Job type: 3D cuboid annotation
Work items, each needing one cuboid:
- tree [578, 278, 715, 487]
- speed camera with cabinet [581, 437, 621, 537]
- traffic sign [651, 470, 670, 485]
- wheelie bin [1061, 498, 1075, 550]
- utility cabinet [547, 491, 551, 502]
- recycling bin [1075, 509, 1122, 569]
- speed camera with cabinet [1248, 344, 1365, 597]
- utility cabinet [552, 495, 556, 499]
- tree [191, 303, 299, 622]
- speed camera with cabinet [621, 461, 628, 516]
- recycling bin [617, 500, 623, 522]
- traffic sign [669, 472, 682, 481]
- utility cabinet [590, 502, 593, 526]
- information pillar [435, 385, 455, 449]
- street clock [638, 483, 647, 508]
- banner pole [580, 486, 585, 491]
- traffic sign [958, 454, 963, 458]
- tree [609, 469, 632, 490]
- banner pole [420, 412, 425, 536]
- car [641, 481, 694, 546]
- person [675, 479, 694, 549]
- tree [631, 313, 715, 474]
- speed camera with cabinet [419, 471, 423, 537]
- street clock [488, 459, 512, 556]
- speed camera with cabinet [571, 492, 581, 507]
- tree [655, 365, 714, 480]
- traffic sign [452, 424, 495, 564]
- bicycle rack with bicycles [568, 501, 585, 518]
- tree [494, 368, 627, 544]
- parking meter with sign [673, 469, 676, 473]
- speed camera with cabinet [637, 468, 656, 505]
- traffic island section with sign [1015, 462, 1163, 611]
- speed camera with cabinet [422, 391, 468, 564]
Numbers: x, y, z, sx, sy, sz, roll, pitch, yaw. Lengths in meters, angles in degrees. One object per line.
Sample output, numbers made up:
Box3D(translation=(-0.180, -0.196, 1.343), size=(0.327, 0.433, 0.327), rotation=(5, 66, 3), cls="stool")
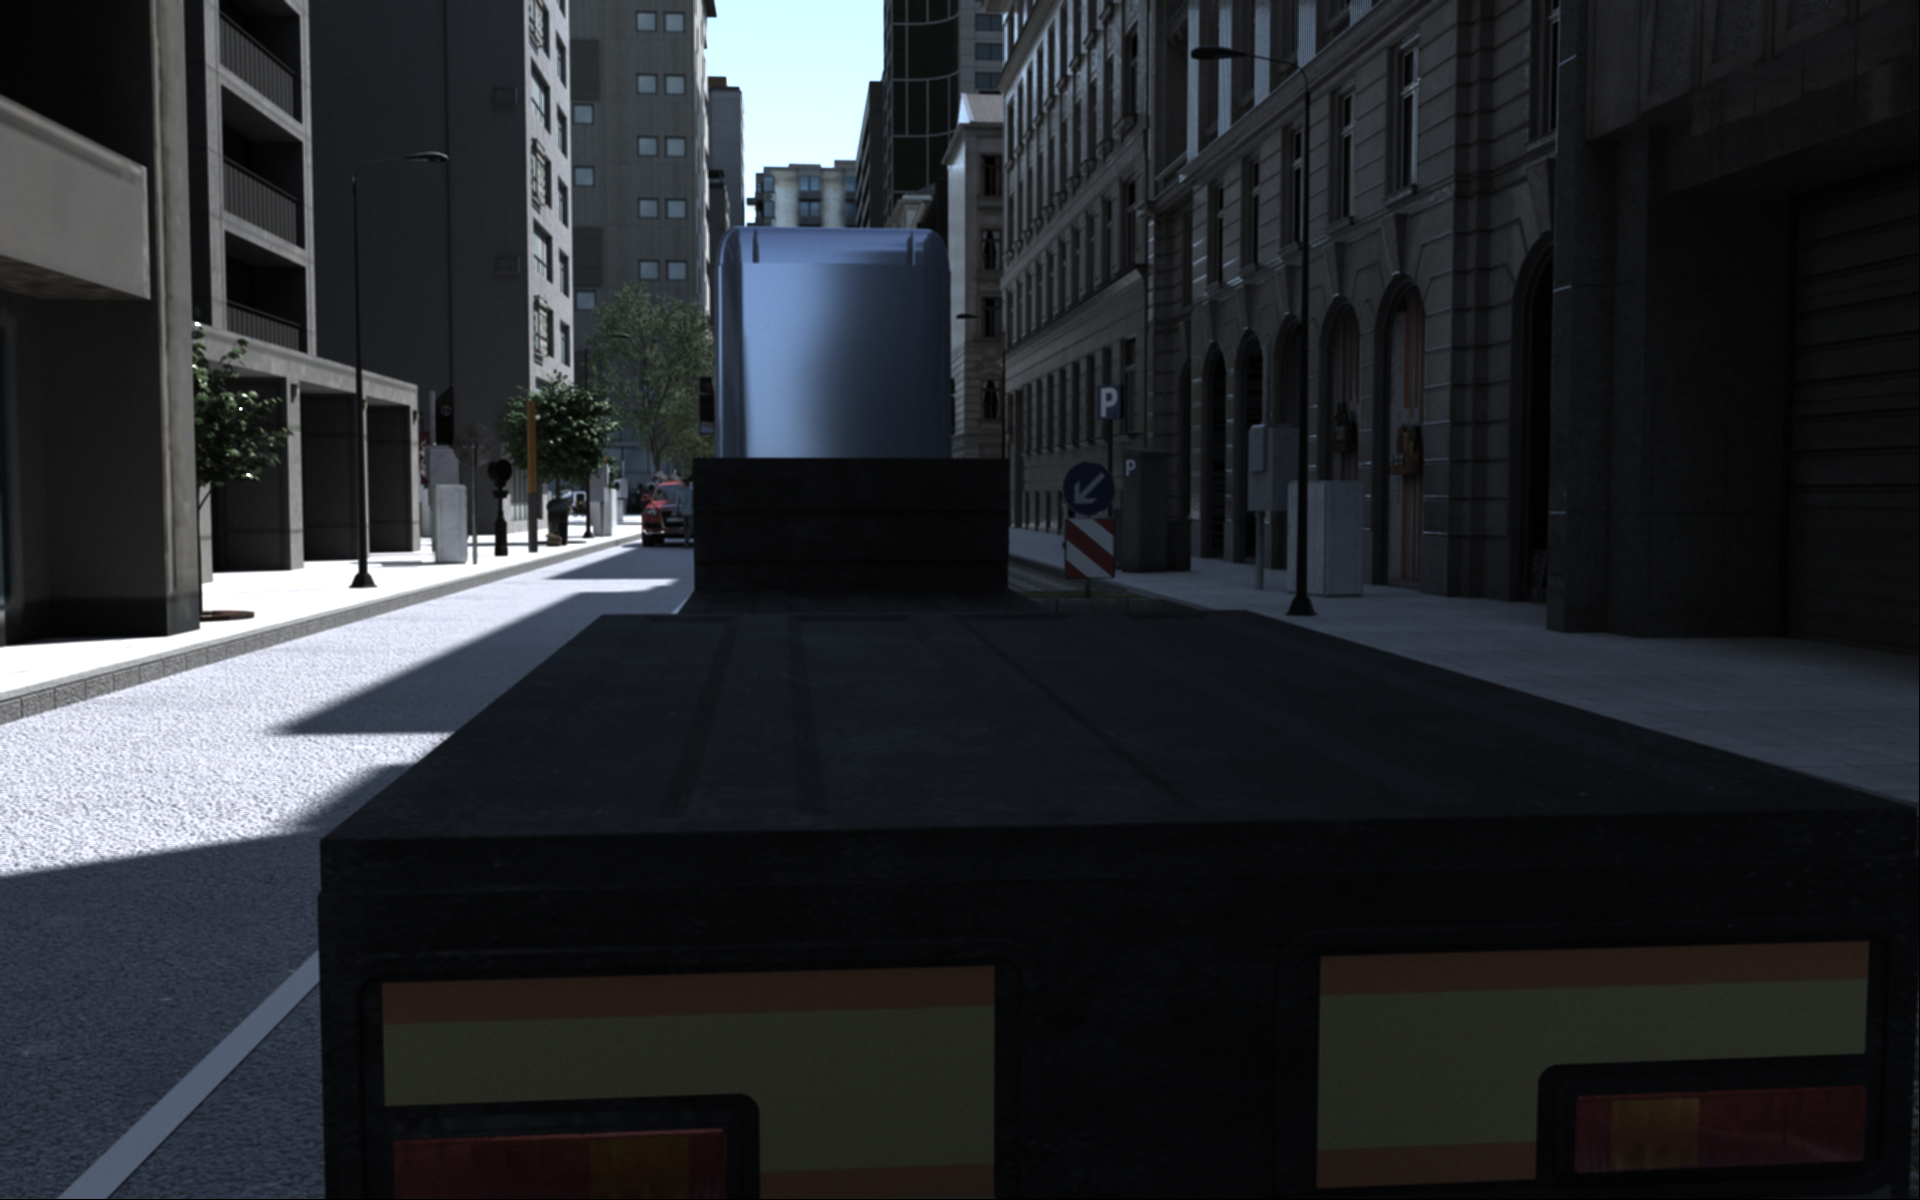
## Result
Box3D(translation=(-14.971, -9.731, 84.851), size=(9.928, 11.665, 9.643), rotation=(0, 3, 0), cls="tree")
Box3D(translation=(-10.850, -3.548, 52.353), size=(0.660, 3.252, 2.038), rotation=(0, 4, -1), cls="speed camera with cabinet")
Box3D(translation=(-12.233, -4.104, 70.746), size=(0.795, 2.450, 0.064), rotation=(0, 4, -5), cls="traffic sign")
Box3D(translation=(2.671, -1.915, 39.217), size=(0.693, 1.594, 0.980), rotation=(-1, 4, -9), cls="wheelie bin")
Box3D(translation=(-30.616, -7.251, 127.233), size=(1.173, 1.500, 0.318), rotation=(1, 4, 10), cls="utility cabinet")
Box3D(translation=(2.439, -1.057, 29.843), size=(0.722, 1.027, 0.722), rotation=(2, 4, 28), cls="recycling bin")
Box3D(translation=(4.456, -1.716, 22.386), size=(0.660, 3.252, 2.038), rotation=(-1, 4, -19), cls="speed camera with cabinet")
Box3D(translation=(-29.018, -7.002, 125.643), size=(1.020, 1.237, 0.306), rotation=(0, 4, 7), cls="utility cabinet")
Box3D(translation=(-7.773, -1.408, 17.627), size=(1.663, 3.219, 1.824), rotation=(0, 3, 0), cls="tree")
Box3D(translation=(-20.450, -6.612, 102.436), size=(2.038, 3.252, 0.660), rotation=(3, 5, 45), cls="speed camera with cabinet")
Box3D(translation=(-15.815, -4.063, 78.977), size=(0.722, 1.027, 0.722), rotation=(-2, 4, -31), cls="recycling bin")
Box3D(translation=(-12.985, -4.590, 78.695), size=(0.795, 2.450, 0.064), rotation=(0, 4, -5), cls="traffic sign")
Box3D(translation=(-14.696, -3.587, 69.813), size=(0.306, 1.237, 1.020), rotation=(-2, 4, -25), cls="utility cabinet")
Box3D(translation=(-11.080, -2.806, 37.225), size=(0.504, 3.616, 0.183), rotation=(0, 4, 5), cls="information pillar")
Box3D(translation=(-21.208, -6.756, 115.038), size=(0.358, 2.002, 0.471), rotation=(0, 4, 1), cls="street clock")
Box3D(translation=(-30.463, -9.179, 140.090), size=(0.401, 3.779, 0.863), rotation=(2, 4, 28), cls="banner pole")
Box3D(translation=(0.013, -3.427, 56.029), size=(0.884, 2.594, 0.081), rotation=(0, 4, -2), cls="traffic sign")
Box3D(translation=(-26.521, -8.631, 135.719), size=(1.663, 3.219, 1.824), rotation=(0, 3, 0), cls="tree")
Box3D(translation=(-16.534, -3.829, 52.622), size=(0.863, 3.779, 0.401), rotation=(-2, 4, -35), cls="banner pole")
Box3D(translation=(-7.821, -2.474, 49.116), size=(2.281, 1.827, 5.304), rotation=(0, 4, -5), cls="car")
Box3D(translation=(-7.238, -2.286, 45.739), size=(0.638, 1.841, 0.748), rotation=(1, 4, 18), cls="person")
Box3D(translation=(-16.713, -11.657, 108.723), size=(7.486, 12.596, 7.792), rotation=(0, 3, 0), cls="tree")
Box3D(translation=(-15.665, -3.453, 50.797), size=(0.660, 3.252, 2.038), rotation=(2, 4, 28), cls="speed camera with cabinet")
Box3D(translation=(-9.505, -1.912, 35.831), size=(0.358, 2.002, 0.471), rotation=(2, 4, 33), cls="street clock")
Box3D(translation=(-27.493, -8.120, 127.091), size=(2.038, 3.252, 0.660), rotation=(-3, 5, -41), cls="speed camera with cabinet")
Box3D(translation=(-15.588, -9.104, 99.215), size=(4.737, 8.622, 4.395), rotation=(0, 3, 0), cls="tree")
Box3D(translation=(-8.849, -1.922, 31.529), size=(0.768, 2.556, 0.104), rotation=(0, 4, -1), cls="traffic sign")
Box3D(translation=(-22.157, -5.003, 95.176), size=(2.852, 0.926, 2.925), rotation=(-2, 4, -32), cls="bicycle rack with bicycles")
Box3D(translation=(-10.460, -3.774, 45.414), size=(4.285, 4.588, 4.351), rotation=(0, 3, 0), cls="tree")
Box3D(translation=(-19.099, -7.625, 120.925), size=(1.738, 3.016, 0.543), rotation=(0, 4, -1), cls="parking meter with sign")
Box3D(translation=(-24.176, -8.439, 132.315), size=(2.038, 3.252, 0.660), rotation=(0, 4, 5), cls="speed camera with cabinet")
Box3D(translation=(1.399, -0.812, 21.912), size=(1.989, 1.847, 2.006), rotation=(0, 4, -5), cls="traffic island section with sign")
Box3D(translation=(-9.675, -2.342, 32.622), size=(0.660, 3.252, 2.038), rotation=(-1, 4, -21), cls="speed camera with cabinet")
